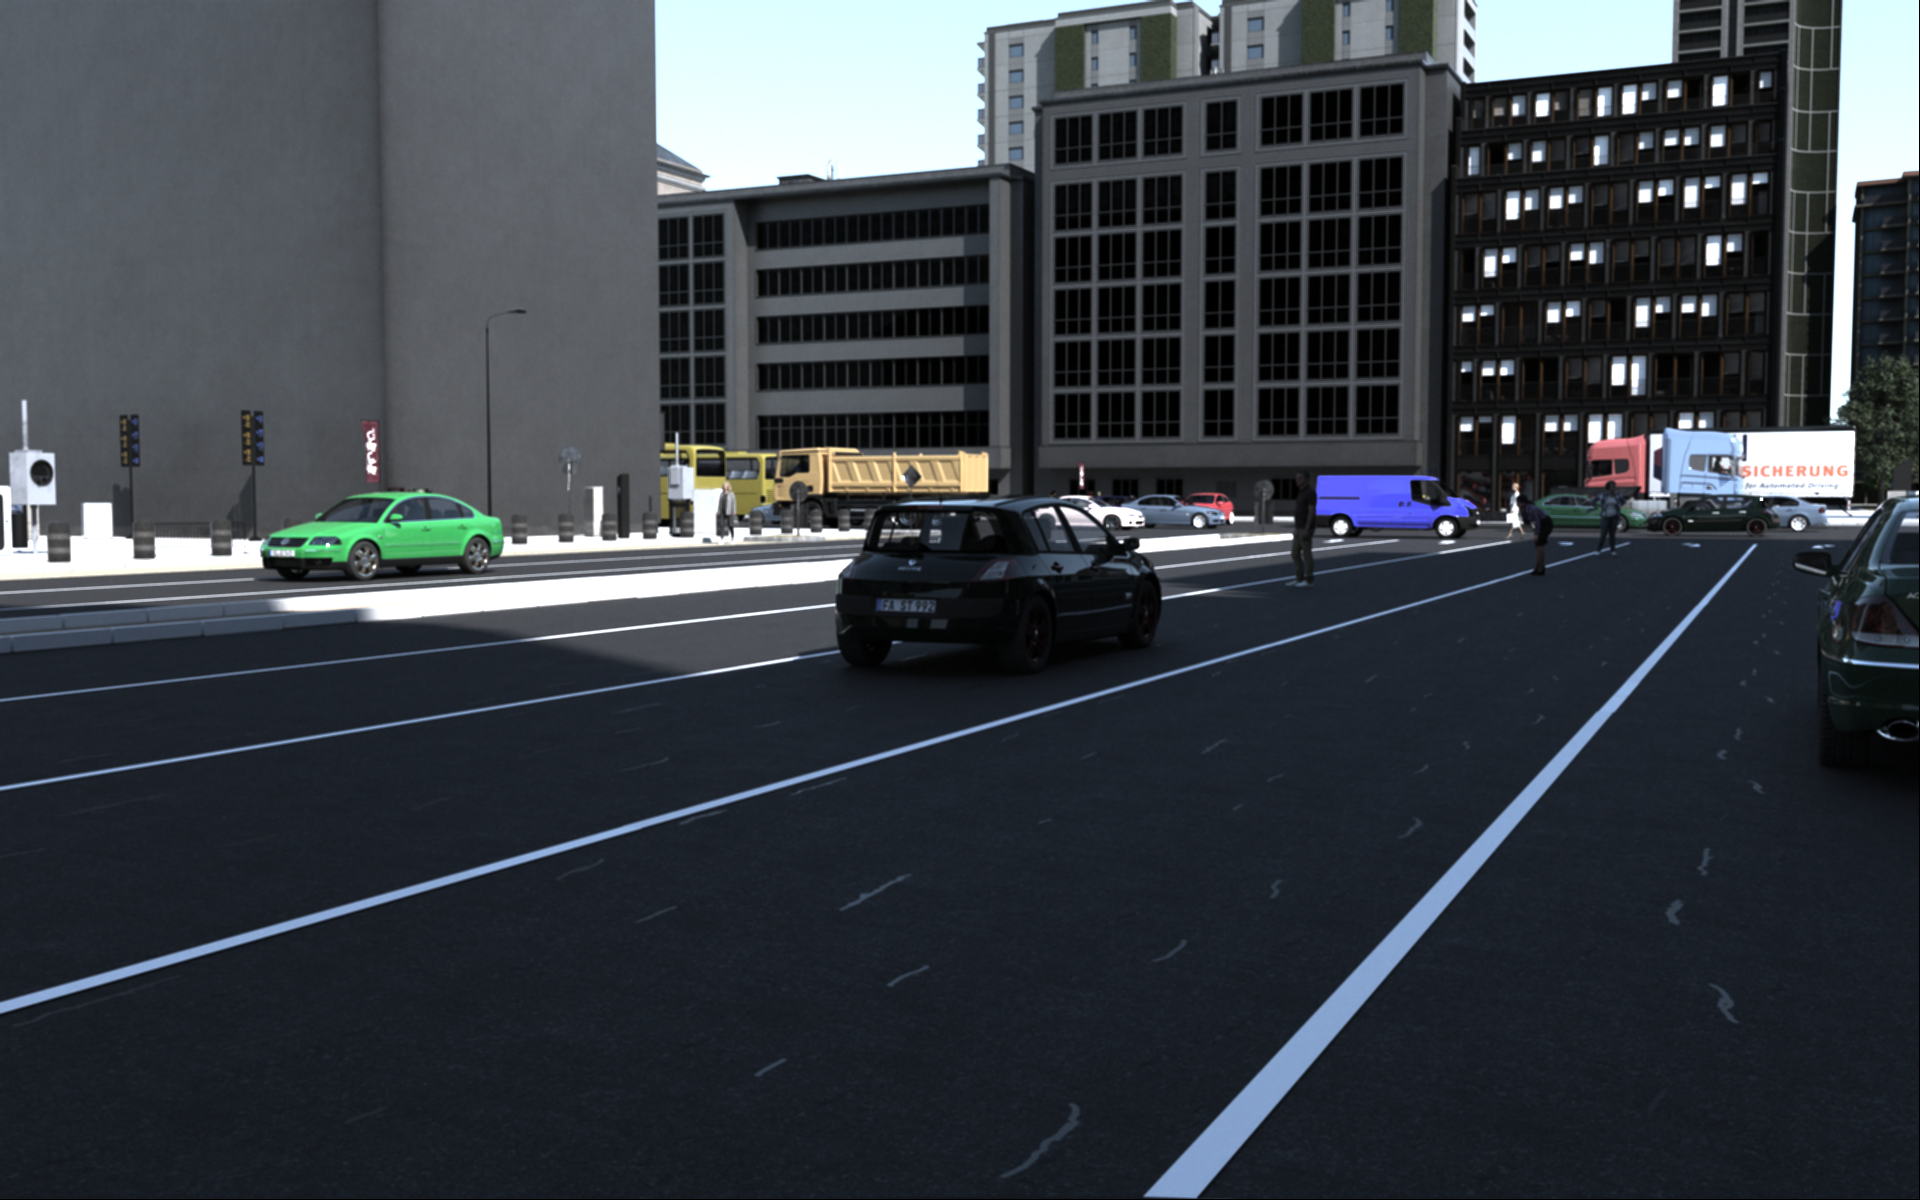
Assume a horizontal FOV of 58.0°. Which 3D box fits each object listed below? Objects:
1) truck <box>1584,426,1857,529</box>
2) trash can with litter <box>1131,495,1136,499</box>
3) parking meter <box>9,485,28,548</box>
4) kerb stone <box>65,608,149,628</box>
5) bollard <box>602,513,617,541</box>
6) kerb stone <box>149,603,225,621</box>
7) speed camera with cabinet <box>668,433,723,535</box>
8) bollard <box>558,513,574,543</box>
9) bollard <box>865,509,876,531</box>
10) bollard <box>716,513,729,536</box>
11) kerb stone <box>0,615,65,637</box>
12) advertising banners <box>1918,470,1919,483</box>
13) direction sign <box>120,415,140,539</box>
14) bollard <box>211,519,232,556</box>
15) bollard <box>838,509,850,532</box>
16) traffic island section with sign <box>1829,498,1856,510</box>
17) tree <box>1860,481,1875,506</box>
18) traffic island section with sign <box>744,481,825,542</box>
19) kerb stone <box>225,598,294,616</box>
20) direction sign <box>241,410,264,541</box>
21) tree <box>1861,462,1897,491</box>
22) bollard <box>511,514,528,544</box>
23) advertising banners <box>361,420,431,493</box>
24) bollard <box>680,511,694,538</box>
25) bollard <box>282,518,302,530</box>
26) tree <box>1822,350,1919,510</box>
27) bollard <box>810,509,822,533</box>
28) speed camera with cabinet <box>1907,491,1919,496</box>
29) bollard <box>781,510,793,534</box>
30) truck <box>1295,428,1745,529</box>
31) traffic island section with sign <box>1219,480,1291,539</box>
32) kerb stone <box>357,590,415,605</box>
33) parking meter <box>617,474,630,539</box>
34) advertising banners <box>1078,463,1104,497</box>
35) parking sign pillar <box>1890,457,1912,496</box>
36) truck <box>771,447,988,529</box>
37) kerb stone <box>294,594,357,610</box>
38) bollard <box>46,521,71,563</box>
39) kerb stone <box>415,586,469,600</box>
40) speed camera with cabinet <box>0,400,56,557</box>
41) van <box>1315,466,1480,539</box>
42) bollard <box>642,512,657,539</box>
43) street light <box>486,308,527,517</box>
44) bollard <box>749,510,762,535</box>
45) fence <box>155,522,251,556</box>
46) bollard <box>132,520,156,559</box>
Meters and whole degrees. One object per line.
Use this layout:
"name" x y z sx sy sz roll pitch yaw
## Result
"truck" 32.138 -5.233 74.469 11.283 4.237 2.839 2 4 28
"trash can with litter" 9.541 -5.246 96.828 1.678 1.210 2.233 1 4 14
"parking meter" -22.441 -2.010 41.272 0.372 1.533 0.369 0 3 0
"kerb stone" -9.341 0.205 18.883 0.120 0.150 1.000 2 4 26
"bollard" -9.651 -2.015 47.661 0.404 0.777 0.398 0 3 0
"kerb stone" -8.886 0.146 19.811 0.120 0.150 1.000 2 4 26
"speed camera with cabinet" -8.417 -3.742 55.519 2.038 3.252 0.660 2 4 32
"bollard" -10.460 -1.912 45.984 0.404 0.777 0.398 0 3 0
"bollard" -3.162 -2.832 61.025 0.404 0.777 0.398 0 3 0
"bollard" -7.219 -2.321 52.667 0.404 0.777 0.398 0 3 0
"kerb stone" -9.797 0.267 17.947 0.120 0.150 1.000 2 4 26
"advertising banners" 69.336 -7.961 126.353 2.074 3.025 0.090 3 5 44
"direction sign" -23.749 -3.524 49.607 0.876 3.537 0.379 2 4 32
"bollard" -15.332 -1.299 35.956 0.404 0.777 0.398 0 3 0
"bollard" -3.971 -2.730 59.357 0.404 0.777 0.398 0 3 0
"traffic island section with sign" 81.167 -9.196 158.984 1.989 1.847 2.006 2 4 26
"tree" 98.806 -11.836 188.112 1.663 3.219 1.824 0 3 0
"traffic island section with sign" -5.192 -2.685 52.533 1.989 1.847 2.006 2 4 26
"kerb stone" -8.439 0.089 20.743 0.120 0.150 1.000 2 4 26
"direction sign" -19.243 -3.375 47.185 0.379 3.537 0.876 1 4 15
"tree" 77.584 -9.886 145.346 4.285 4.588 4.351 0 3 0
"bollard" -11.275 -1.811 44.319 0.404 0.777 0.398 0 3 0
"advertising banners" -13.558 -2.784 41.712 0.090 3.025 2.074 2 4 32
"bollard" -8.030 -2.219 50.998 0.404 0.777 0.398 0 3 0
"bollard" -14.514 -1.402 37.632 0.404 0.777 0.398 0 3 0
"tree" 73.576 -13.510 137.892 9.611 12.733 9.660 0 3 0
"bollard" -4.785 -2.628 57.685 0.404 0.777 0.398 0 3 0
"speed camera with cabinet" 56.247 -6.532 101.134 2.038 3.252 0.660 -2 4 -26
"bollard" -5.598 -2.525 56.005 0.404 0.777 0.398 0 3 0
"truck" 23.753 -5.123 73.521 18.799 4.110 2.967 2 4 26
"traffic island section with sign" 9.522 -2.883 55.280 2.006 1.907 1.989 2 4 26
"kerb stone" -7.545 -0.024 22.594 0.120 0.150 1.000 2 4 26
"parking meter" -9.742 -2.716 50.122 0.255 1.863 0.399 -2 4 -29
"advertising banners" 7.305 -6.158 96.871 2.074 3.025 0.090 -3 5 -43
"parking sign pillar" 67.788 -8.337 124.789 1.447 3.967 1.447 0 4 3
"truck" -3.755 -4.635 71.711 9.791 3.379 3.469 2 4 24
"kerb stone" -7.996 0.032 21.671 0.120 0.150 1.000 2 4 26
"bollard" -16.961 -1.094 32.597 0.404 0.777 0.398 0 3 0
"kerb stone" -7.097 -0.080 23.522 0.120 0.150 1.000 2 4 26
"speed camera with cabinet" -19.794 -2.538 35.837 0.660 3.252 2.038 2 4 23
"van" 14.374 -3.216 56.959 5.245 2.365 2.240 2 4 26
"bollard" -8.838 -2.117 49.330 0.404 0.777 0.398 0 3 0
"street light" -11.464 -4.351 43.676 1.470 5.913 1.316 2 4 26
"bollard" -6.410 -2.423 54.335 0.404 0.777 0.398 0 3 0
"fence" -16.020 -1.290 36.474 0.278 0.683 2.069 3 5 41
"bollard" -16.151 -1.196 34.277 0.404 0.777 0.398 0 3 0
